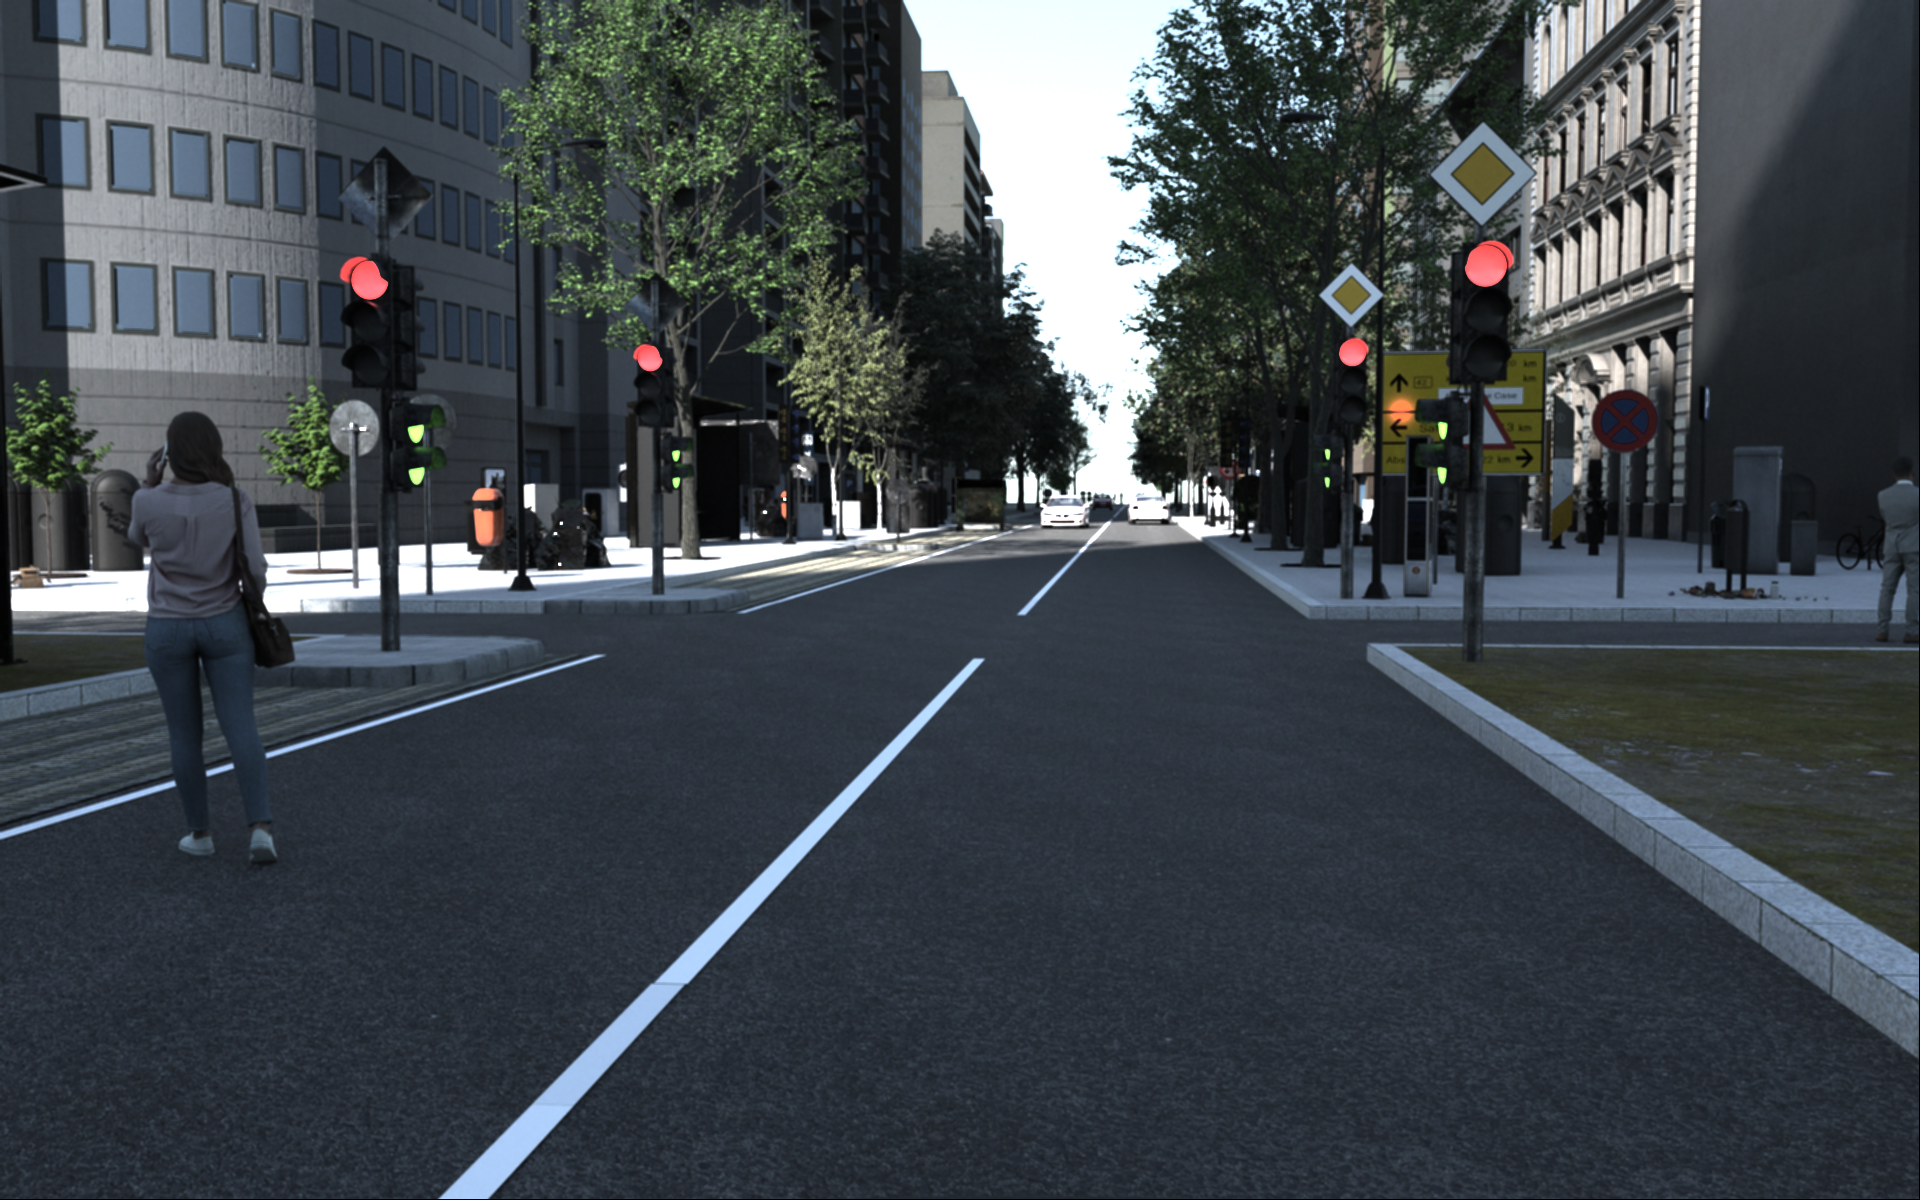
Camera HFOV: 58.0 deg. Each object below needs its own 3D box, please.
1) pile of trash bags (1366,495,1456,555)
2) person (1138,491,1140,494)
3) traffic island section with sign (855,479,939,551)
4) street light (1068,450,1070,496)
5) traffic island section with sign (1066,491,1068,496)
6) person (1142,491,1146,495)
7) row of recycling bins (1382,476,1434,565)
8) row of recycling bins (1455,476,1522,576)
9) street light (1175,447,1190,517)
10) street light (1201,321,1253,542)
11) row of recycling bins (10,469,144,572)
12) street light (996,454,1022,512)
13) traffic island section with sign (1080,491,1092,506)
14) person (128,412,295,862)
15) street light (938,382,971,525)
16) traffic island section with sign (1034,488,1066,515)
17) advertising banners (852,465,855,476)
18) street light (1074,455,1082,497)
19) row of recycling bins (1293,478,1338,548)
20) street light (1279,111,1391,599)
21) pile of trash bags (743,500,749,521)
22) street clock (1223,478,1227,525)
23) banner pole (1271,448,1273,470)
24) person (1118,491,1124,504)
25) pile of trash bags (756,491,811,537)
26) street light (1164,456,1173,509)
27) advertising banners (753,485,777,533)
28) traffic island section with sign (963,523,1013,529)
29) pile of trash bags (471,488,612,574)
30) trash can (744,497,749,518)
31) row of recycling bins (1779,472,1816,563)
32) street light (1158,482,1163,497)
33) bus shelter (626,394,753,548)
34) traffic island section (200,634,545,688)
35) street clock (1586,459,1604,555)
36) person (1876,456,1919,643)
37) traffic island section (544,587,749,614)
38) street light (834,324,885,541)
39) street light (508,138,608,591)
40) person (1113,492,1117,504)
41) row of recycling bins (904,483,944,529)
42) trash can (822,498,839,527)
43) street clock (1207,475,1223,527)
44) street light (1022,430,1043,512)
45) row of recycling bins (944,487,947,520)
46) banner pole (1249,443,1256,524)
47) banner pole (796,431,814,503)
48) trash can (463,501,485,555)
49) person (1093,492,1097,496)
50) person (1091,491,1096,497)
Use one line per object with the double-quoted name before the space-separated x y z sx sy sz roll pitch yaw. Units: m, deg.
"pile of trash bags" 9.879 -1.706 37.649 1.912 1.369 3.447 0 4 6
"person" 23.881 -13.596 230.878 1.350 1.814 0.705 0 4 1
"traffic island section with sign" -1.590 -2.200 44.601 1.989 1.847 2.006 0 4 6
"street light" 10.826 -12.767 181.282 1.470 5.913 1.316 0 4 6
"traffic island section with sign" 8.961 -8.556 148.514 1.989 1.847 2.006 0 4 6
"person" 25.179 -14.022 237.891 1.348 1.807 0.705 -1 4 -9
"row of recycling bins" 8.545 -1.590 33.115 1.069 1.692 3.534 1 4 15
"row of recycling bins" 8.743 -1.324 28.760 1.069 1.692 3.534 1 4 15
"street light" 9.611 -6.022 71.006 1.470 5.913 1.316 0 4 6
"street light" 7.076 -4.491 45.962 1.470 5.913 1.316 0 4 6
"row of recycling bins" -15.434 -1.343 29.074 3.534 1.692 1.069 0 4 7
"street light" 2.669 -7.793 99.964 1.470 5.913 1.316 0 4 6
"traffic island section with sign" 17.301 -13.579 230.639 1.989 1.847 2.006 0 4 6
"person" -2.914 0.142 6.770 0.593 1.750 0.643 -2 4 -25
"street light" -0.223 -6.087 72.066 1.470 5.913 1.316 0 4 6
"traffic island section with sign" 6.236 -6.916 121.697 1.989 1.847 2.006 0 4 6
"advertising banners" -5.020 -6.030 94.778 2.074 3.025 0.090 -2 4 -30
"street light" 13.431 -14.263 205.736 1.470 5.913 1.316 0 4 6
"row of recycling bins" 8.661 -2.166 42.527 1.069 1.692 3.534 0 4 8
"street light" 4.578 -2.974 21.161 1.470 5.913 1.316 0 4 6
"pile of trash bags" -9.099 -4.064 76.199 3.447 1.369 1.912 1 4 20
"street clock" 10.987 -4.156 72.522 0.358 2.002 0.471 1 4 17
"banner pole" 14.553 -5.580 81.249 0.863 3.779 0.401 -1 4 -8
"person" 22.302 -14.139 239.755 0.705 1.814 1.350 -2 4 -34
"pile of trash bags" -5.302 -2.650 53.086 1.912 1.369 3.447 0 4 -7
"street light" 12.428 -7.691 98.293 1.470 5.913 1.316 0 4 6
"advertising banners" -6.523 -3.804 58.377 0.090 3.025 2.074 1 4 17
"traffic island section with sign" 1.162 -3.861 71.752 1.989 1.847 2.006 0 4 6
"pile of trash bags" -7.274 -1.189 29.191 1.912 1.369 3.447 1 4 10
"trash can" -10.908 -4.798 90.096 0.748 1.137 0.748 0 3 0
"row of recycling bins" 16.049 -1.646 34.031 1.069 1.692 3.534 1 4 18
"street light" 14.910 -9.195 122.881 1.470 5.913 1.316 0 4 6
"bus shelter" -6.779 -3.225 44.011 1.731 3.624 6.357 0 4 6
"traffic island section" -4.684 0.494 14.201 2.009 0.180 2.903 0 4 6
"street clock" 13.288 -1.938 36.264 0.358 2.002 0.471 2 4 26
"person" 9.173 -0.495 16.780 0.511 1.800 0.466 3 4 36
"traffic island section" -3.877 0.008 22.146 2.009 0.180 2.903 0 4 6
"street light" -2.733 -4.580 47.419 1.470 5.913 1.316 0 4 6
"street light" -5.290 -3.075 22.814 1.470 5.913 1.316 0 4 6
"person" 22.233 -14.572 247.277 0.750 1.759 0.617 3 5 40
"row of recycling bins" -1.503 -3.588 65.773 1.069 1.692 3.534 1 4 9
"trash can" -4.980 -3.387 67.038 0.748 1.137 0.748 0 3 0
"street clock" 9.816 -3.832 67.228 0.358 2.002 0.471 -2 4 -26
"street light" 5.115 -9.314 124.823 1.470 5.913 1.316 0 4 6
"row of recycling bins" -1.152 -4.883 86.948 1.069 1.692 3.534 0 4 4
"banner pole" 12.450 -5.147 74.165 0.401 3.779 0.863 -2 4 -33
"banner pole" -5.496 -4.321 60.664 0.863 3.779 0.401 1 4 11
"trash can" -10.137 -1.532 36.696 0.748 1.137 0.748 0 3 0
"person" 18.738 -13.986 237.990 1.217 1.723 0.721 -2 4 -29
"person" 15.924 -12.031 205.741 0.750 1.759 0.617 0 4 -1
